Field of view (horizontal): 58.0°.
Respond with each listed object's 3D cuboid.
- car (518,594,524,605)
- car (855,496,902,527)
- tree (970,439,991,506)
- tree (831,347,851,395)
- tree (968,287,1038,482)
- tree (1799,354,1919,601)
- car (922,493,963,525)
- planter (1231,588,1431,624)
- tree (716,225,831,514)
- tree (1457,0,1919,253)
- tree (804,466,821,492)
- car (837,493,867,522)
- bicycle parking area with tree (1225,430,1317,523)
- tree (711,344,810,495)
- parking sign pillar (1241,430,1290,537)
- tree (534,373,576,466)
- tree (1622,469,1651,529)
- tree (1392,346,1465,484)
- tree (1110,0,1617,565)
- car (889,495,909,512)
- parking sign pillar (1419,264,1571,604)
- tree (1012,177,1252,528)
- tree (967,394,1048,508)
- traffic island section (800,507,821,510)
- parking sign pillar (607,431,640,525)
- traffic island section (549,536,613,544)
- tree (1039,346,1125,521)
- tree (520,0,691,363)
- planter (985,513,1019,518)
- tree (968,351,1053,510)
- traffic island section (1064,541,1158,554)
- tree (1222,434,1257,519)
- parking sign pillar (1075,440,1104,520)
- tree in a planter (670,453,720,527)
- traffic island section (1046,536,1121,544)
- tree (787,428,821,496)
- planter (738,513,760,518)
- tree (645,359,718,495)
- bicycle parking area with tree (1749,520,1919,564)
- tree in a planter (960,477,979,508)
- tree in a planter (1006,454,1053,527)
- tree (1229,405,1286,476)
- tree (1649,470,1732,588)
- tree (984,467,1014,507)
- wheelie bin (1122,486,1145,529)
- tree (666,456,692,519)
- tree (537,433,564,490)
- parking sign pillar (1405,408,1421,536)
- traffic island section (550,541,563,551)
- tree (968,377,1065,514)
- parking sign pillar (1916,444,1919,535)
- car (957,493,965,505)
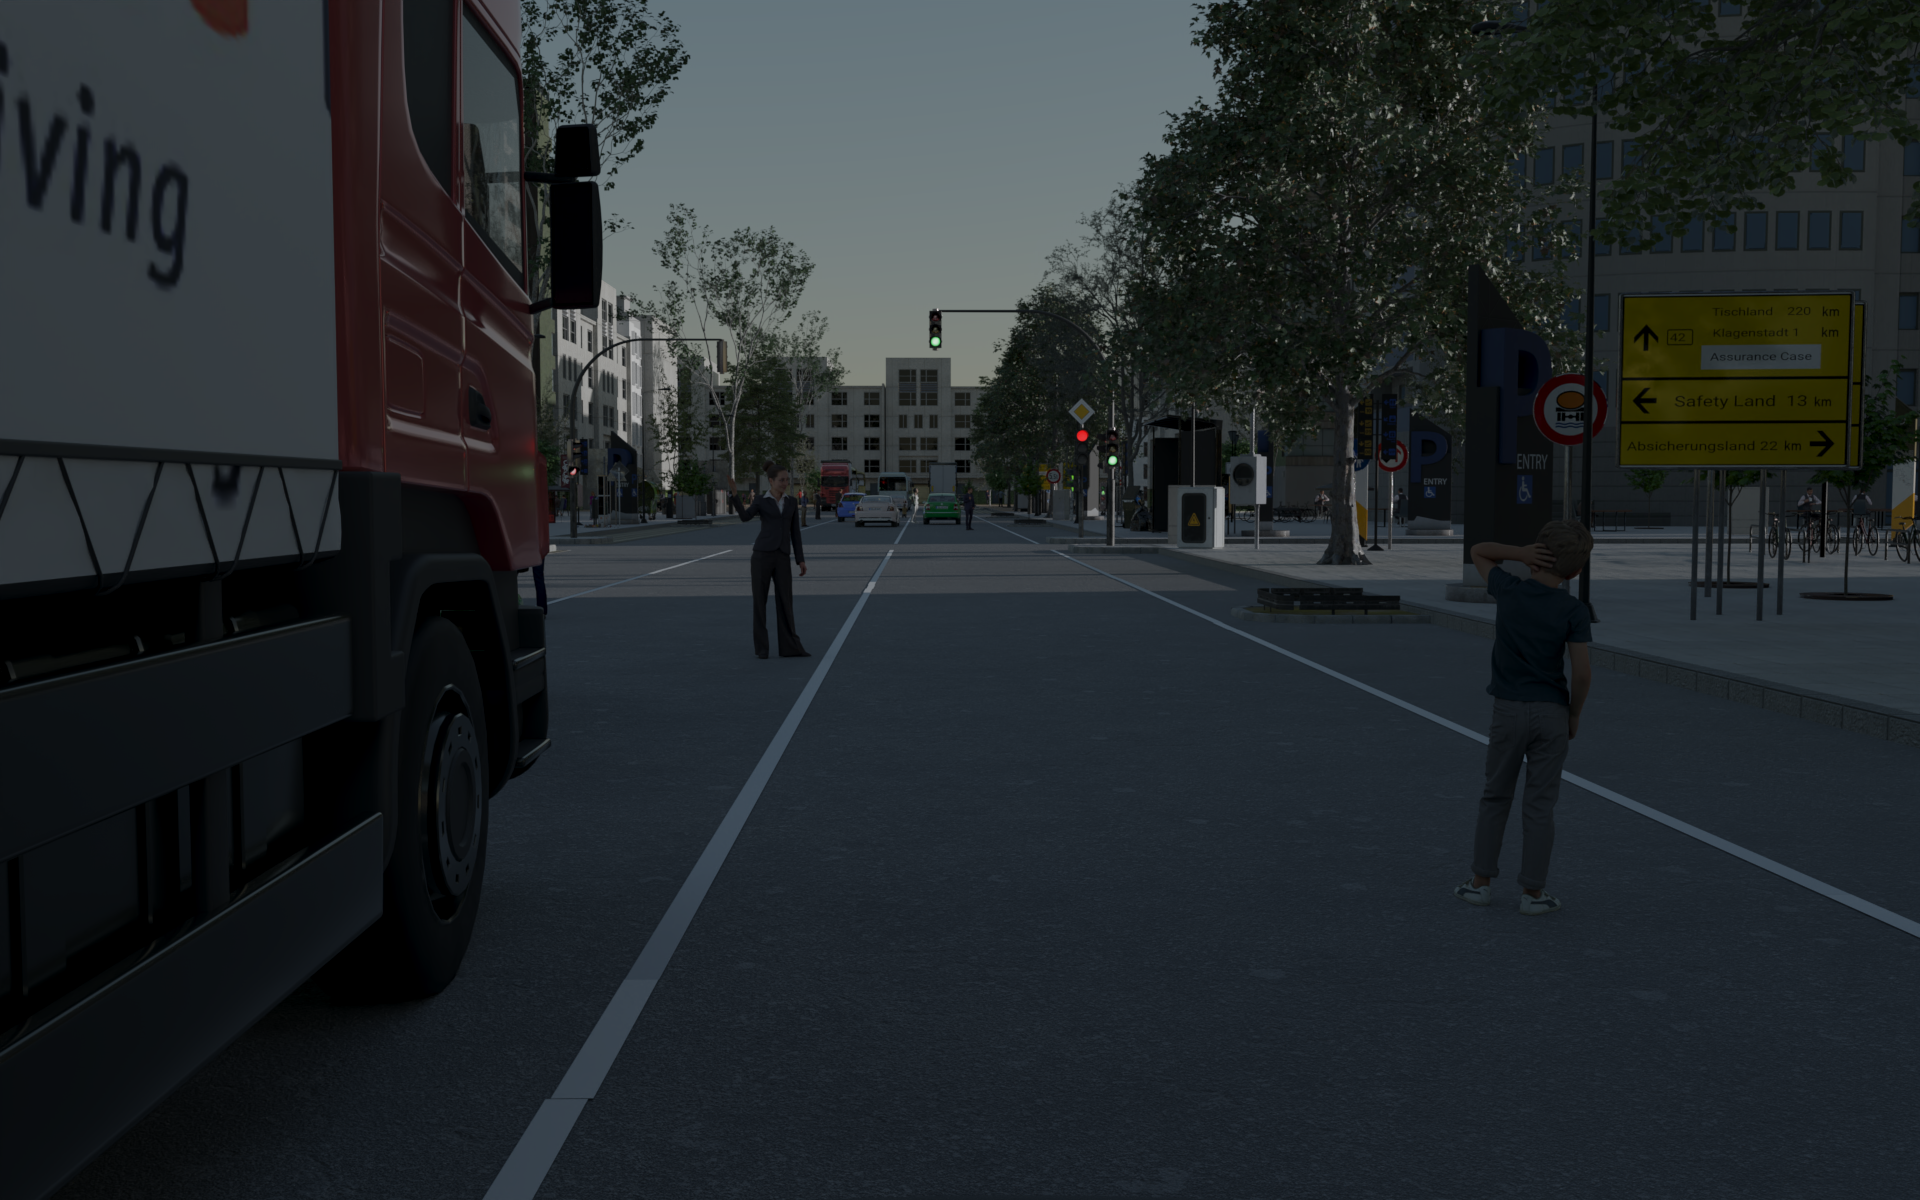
[{"bbox_3d":[-3.813,-0.076,10.039,1.959,1.807,4.718,0,3,0],"label":"car"},{"bbox_3d":[-3.637,-3.920,76.446,2.083,1.381,4.827,0,3,0],"label":"car"},{"bbox_3d":[3.216,-14.652,189.930,4.360,8.622,3.978,0,3,0],"label":"tree"},{"bbox_3d":[-15.702,-19.603,176.405,12.611,20.169,13.585,0,3,0],"label":"tree"},{"bbox_3d":[5.119,-10.735,92.520,9.611,12.733,9.660,0,3,0],"label":"tree"},{"bbox_3d":[10.850,-1.634,21.315,1.663,3.219,1.824,0,3,0],"label":"tree"},{"bbox_3d":[-0.842,-4.511,82.554,1.959,1.807,4.718,0,3,0],"label":"car"},{"bbox_3d":[4.204,0.061,20.136,1.991,0.319,1.994,0,4,-1],"label":"planter"},{"bbox_3d":[-16.161,-15.777,113.844,12.611,20.169,13.585,0,3,0],"label":"tree"},{"bbox_3d":[6.993,-5.706,11.423,7.486,12.596,7.792,0,3,0],"label":"tree"},{"bbox_3d":[-16.732,-13.360,202.149,4.285,4.588,4.351,0,3,0],"label":"tree"},{"bbox_3d":[-5.421,-4.899,89.683,1.945,1.707,3.694,0,4,-1],"label":"car"},{"bbox_3d":[12.621,-5.742,80.882,9.016,4.147,8.231,2,4,24],"label":"bicycle parking area with tree"},{"bbox_3d":[-15.030,-13.022,131.036,7.486,12.596,7.792,0,3,0],"label":"tree"},{"bbox_3d":[9.261,-3.912,52.428,1.447,3.967,1.447,1,4,8],"label":"parking sign pillar"},{"bbox_3d":[-24.998,-9.330,102.914,4.360,8.622,3.978,0,3,0],"label":"tree"},{"bbox_3d":[25.216,-4.225,63.675,1.663,3.219,1.824,0,3,0],"label":"tree"},{"bbox_3d":[17.117,-6.614,58.507,4.360,8.622,3.978,0,3,0],"label":"tree"},{"bbox_3d":[6.900,-6.990,31.301,9.611,12.733,9.660,0,3,0],"label":"tree"},{"bbox_3d":[-5.197,-7.874,141.101,2.083,1.381,4.827,0,4,-3],"label":"car"},{"bbox_3d":[6.596,-1.975,20.761,1.447,3.967,1.447,-3,5,-41],"label":"parking sign pillar"},{"bbox_3d":[6.648,-9.538,66.323,12.009,13.543,11.850,0,3,0],"label":"tree"},{"bbox_3d":[4.526,-14.406,161.294,9.928,11.665,9.643,0,3,0],"label":"tree"},{"bbox_3d":[-13.064,-7.927,152.467,1.991,0.108,1.994,0,4,-1],"label":"traffic island section"},{"bbox_3d":[-14.308,-5.192,73.359,1.447,3.967,1.447,2,4,29],"label":"parking sign pillar"},{"bbox_3d":[-11.315,-1.737,50.675,2.009,0.180,2.903,0,4,-1],"label":"traffic island section"},{"bbox_3d":[5.458,-8.004,81.222,4.360,8.622,3.978,0,3,0],"label":"tree"},{"bbox_3d":[-15.855,-12.409,58.779,12.611,20.169,13.585,0,3,0],"label":"tree"},{"bbox_3d":[2.512,-5.038,103.505,1.991,0.319,1.994,0,4,-1],"label":"planter"},{"bbox_3d":[4.405,-13.422,137.577,7.486,12.596,7.792,0,3,0],"label":"tree"},{"bbox_3d":[3.746,-1.267,42.990,2.009,0.180,2.903,0,4,-1],"label":"traffic island section"},{"bbox_3d":[14.287,-6.512,90.179,4.285,4.588,4.351,0,3,0],"label":"tree"},{"bbox_3d":[6.424,-5.963,85.962,1.447,3.967,1.447,2,4,29],"label":"parking sign pillar"},{"bbox_3d":[-11.489,-4.771,75.232,1.991,3.239,1.994,0,4,-1],"label":"tree in a planter"},{"bbox_3d":[3.583,-1.755,50.973,2.009,0.180,2.903,0,4,-1],"label":"traffic island section"},{"bbox_3d":[-17.258,-14.642,189.758,4.360,8.622,3.978,0,3,0],"label":"tree"},{"bbox_3d":[-12.047,-4.970,102.401,1.991,0.319,1.994,0,4,-1],"label":"planter"},{"bbox_3d":[-15.405,-8.834,94.803,4.737,8.622,4.395,0,3,0],"label":"tree"},{"bbox_3d":[20.034,-2.897,34.372,8.231,4.147,9.016,2,4,29],"label":"bicycle parking area with tree"},{"bbox_3d":[0.941,-11.188,180.144,1.991,3.239,1.994,0,4,-1],"label":"tree in a planter"},{"bbox_3d":[3.060,-4.847,76.478,1.991,3.239,1.994,0,4,-1],"label":"tree in a planter"},{"bbox_3d":[17.106,-8.896,95.818,4.360,8.622,3.978,0,3,0],"label":"tree"},{"bbox_3d":[10.512,-1.793,23.921,1.663,3.219,1.824,0,3,0],"label":"tree"},{"bbox_3d":[3.906,-11.451,170.937,4.285,4.588,4.351,0,3,0],"label":"tree"},{"bbox_3d":[6.433,-3.449,64.294,0.693,1.594,0.980,-3,5,-42],"label":"wheelie bin"},{"bbox_3d":[-14.179,-5.779,89.081,1.663,3.219,1.824,0,3,0],"label":"tree"},{"bbox_3d":[-21.635,-6.414,88.574,4.285,4.588,4.351,0,3,0],"label":"tree"},{"bbox_3d":[14.586,-3.992,53.740,1.447,3.967,1.447,1,4,16],"label":"parking sign pillar"},{"bbox_3d":[-11.152,-1.248,42.692,2.009,0.180,2.903,0,4,-1],"label":"traffic island section"},{"bbox_3d":[4.344,-10.767,110.456,8.767,10.594,7.601,1,4,15],"label":"tree"},{"bbox_3d":[30.816,-4.028,54.323,1.447,3.967,1.447,-2,4,-33],"label":"parking sign pillar"},{"bbox_3d":[0.381,-11.381,195.860,2.009,1.686,4.222,0,4,0],"label":"car"}]
